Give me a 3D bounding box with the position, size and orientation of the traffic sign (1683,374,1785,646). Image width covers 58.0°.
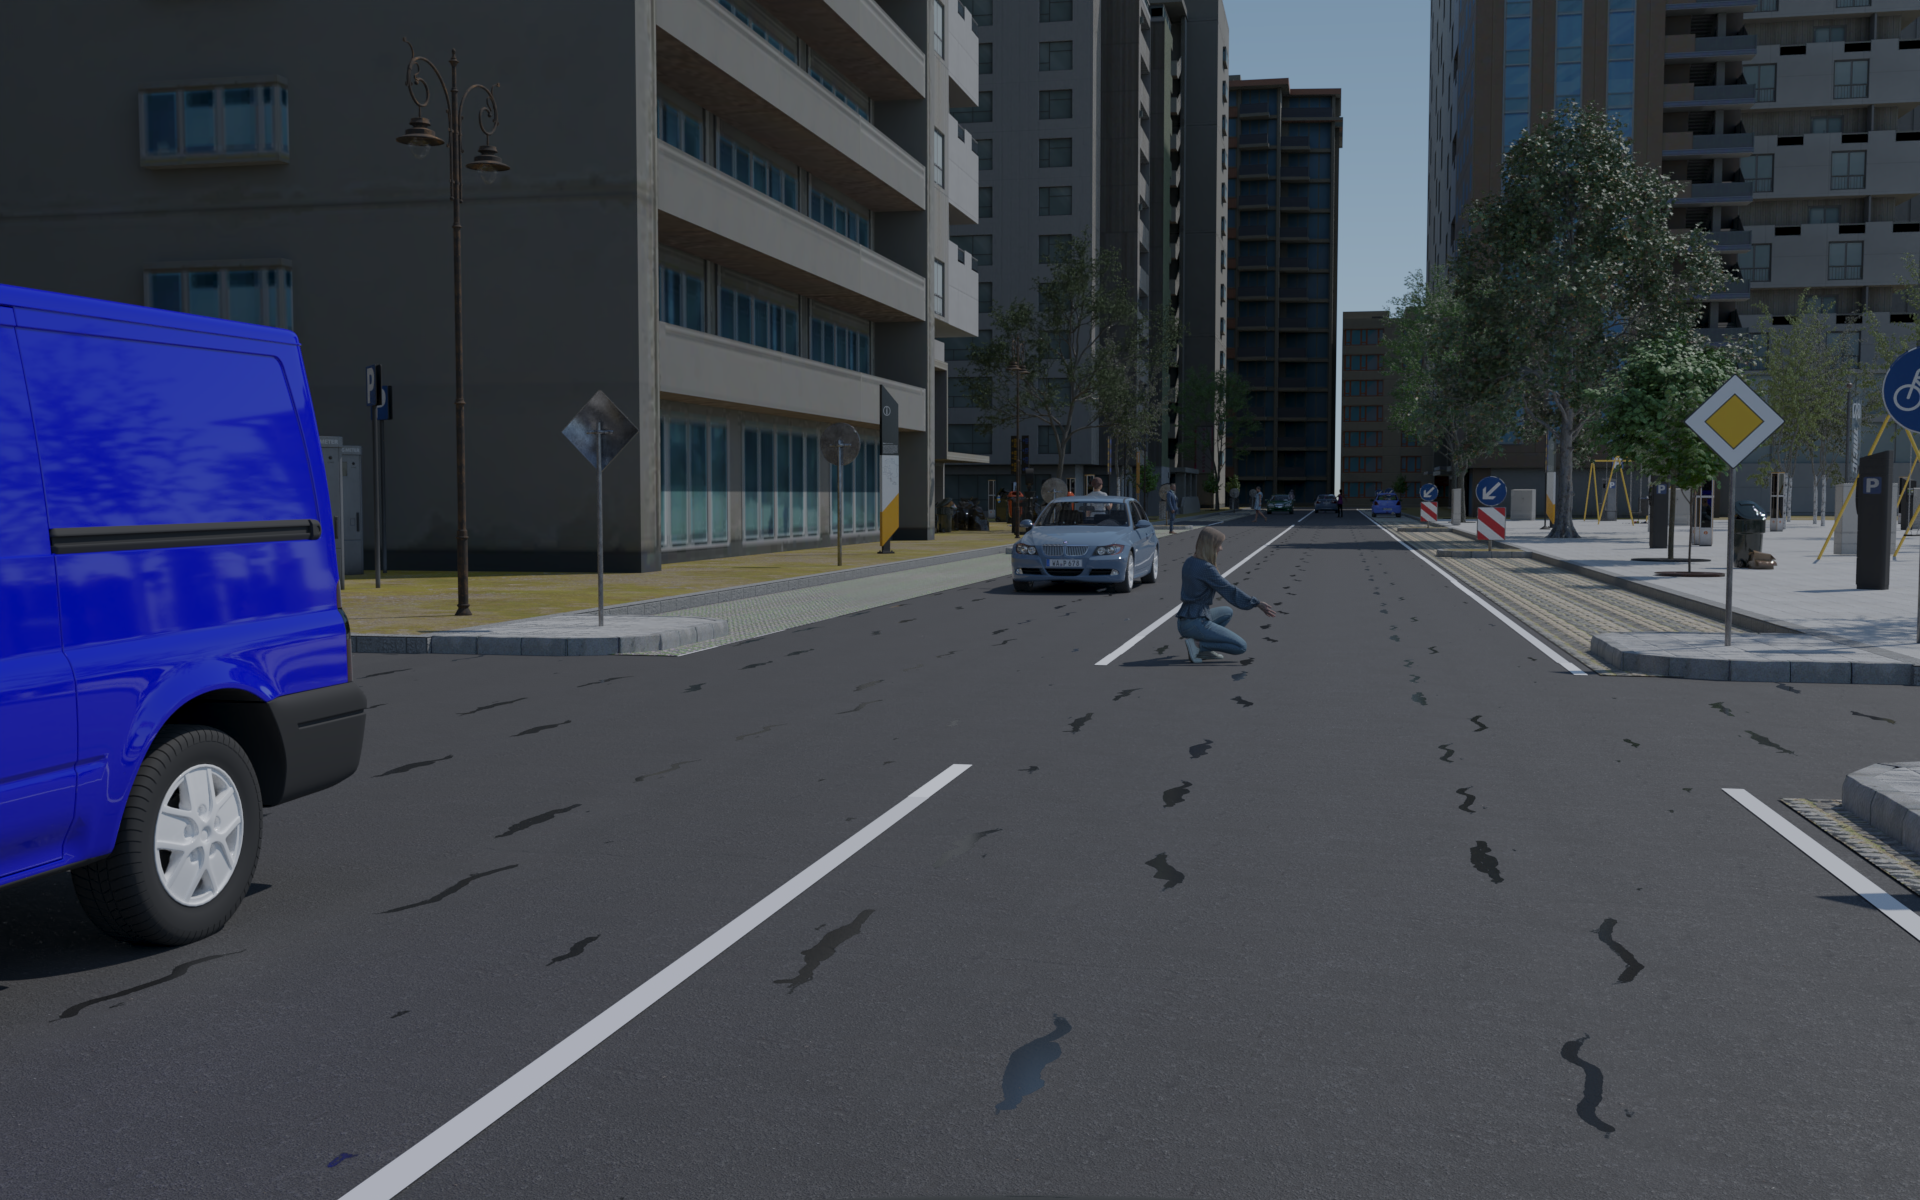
[{"bbox_3d":[6.479,-0.668,14.560,0.795,2.450,0.064,1,4,12],"label":"traffic sign"}]

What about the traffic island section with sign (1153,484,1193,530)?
[{"bbox_3d":[8.388,-3.750,69.934,1.989,1.847,2.006,1,4,12],"label":"traffic island section with sign"}]

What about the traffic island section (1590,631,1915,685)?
[{"bbox_3d":[6.504,0.468,14.632,2.009,0.180,2.903,1,4,12],"label":"traffic island section"}]

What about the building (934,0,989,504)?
[{"bbox_3d":[-14.511,-29.555,72.464,28.713,52.752,27.495,1,4,12],"label":"building"}]

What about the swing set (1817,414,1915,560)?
[{"bbox_3d":[18.876,-2.198,33.560,3.119,2.851,2.862,-2,4,-34],"label":"swing set"}]

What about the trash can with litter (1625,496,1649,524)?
[{"bbox_3d":[29.885,-3.890,74.660,2.233,1.210,1.678,3,4,37],"label":"trash can with litter"}]

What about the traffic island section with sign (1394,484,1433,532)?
[{"bbox_3d":[17.649,-3.495,65.771,1.989,1.847,2.006,1,4,12],"label":"traffic island section with sign"}]

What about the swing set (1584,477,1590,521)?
[{"bbox_3d":[30.516,-5.036,79.959,3.119,2.851,2.862,0,4,7],"label":"swing set"}]

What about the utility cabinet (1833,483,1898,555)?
[{"bbox_3d":[18.937,-1.685,36.235,1.173,1.500,0.318,0,4,-3],"label":"utility cabinet"}]

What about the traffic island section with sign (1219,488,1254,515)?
[{"bbox_3d":[18.516,-6.598,116.499,1.989,1.847,2.006,1,4,12],"label":"traffic island section with sign"}]

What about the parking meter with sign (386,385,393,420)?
[{"bbox_3d":[-9.891,-1.905,27.413,0.543,3.016,1.738,3,5,42],"label":"parking meter with sign"}]

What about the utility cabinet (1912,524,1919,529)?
[{"bbox_3d":[34.687,-3.258,61.952,1.173,1.500,0.318,2,4,26],"label":"utility cabinet"}]

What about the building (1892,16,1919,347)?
[{"bbox_3d":[79.224,-28.198,144.627,14.086,41.232,14.154,1,4,12],"label":"building"}]

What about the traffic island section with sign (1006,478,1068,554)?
[{"bbox_3d":[2.247,-2.020,41.654,1.989,1.847,2.006,1,4,12],"label":"traffic island section with sign"}]

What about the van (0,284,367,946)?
[{"bbox_3d":[-3.647,0.018,4.086,2.240,2.365,5.245,1,4,11],"label":"van"}]

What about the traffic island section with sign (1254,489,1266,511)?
[{"bbox_3d":[24.247,-8.209,142.840,1.989,1.847,2.006,1,4,12],"label":"traffic island section with sign"}]

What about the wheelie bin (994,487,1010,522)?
[{"bbox_3d":[1.960,-4.349,79.013,0.693,1.594,0.980,1,4,12],"label":"wheelie bin"}]

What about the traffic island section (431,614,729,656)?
[{"bbox_3d":[-3.503,0.335,16.805,2.009,0.180,2.903,1,4,12],"label":"traffic island section"}]

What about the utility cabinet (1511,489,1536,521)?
[{"bbox_3d":[26.898,-4.530,82.746,0.318,1.500,1.173,-3,4,-37],"label":"utility cabinet"}]

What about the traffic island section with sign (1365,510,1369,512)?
[{"bbox_3d":[33.934,-8.079,140.726,1.989,1.847,2.006,1,4,12],"label":"traffic island section with sign"}]

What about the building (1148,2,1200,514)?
[{"bbox_3d":[-0.069,-26.130,119.114,32.217,40.220,23.993,1,4,12],"label":"building"}]

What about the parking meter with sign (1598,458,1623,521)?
[{"bbox_3d":[30.896,-5.269,82.406,0.543,3.016,1.738,0,4,-3],"label":"parking meter with sign"}]

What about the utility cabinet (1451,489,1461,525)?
[{"bbox_3d":[20.307,-3.807,70.931,0.318,1.500,1.173,1,4,12],"label":"utility cabinet"}]

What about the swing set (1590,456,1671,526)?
[{"bbox_3d":[28.348,-4.527,71.637,3.119,2.851,2.862,-1,4,-8],"label":"swing set"}]

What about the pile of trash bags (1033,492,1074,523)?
[{"bbox_3d":[3.627,-3.978,74.788,1.912,1.369,3.447,-3,5,-44],"label":"pile of trash bags"}]

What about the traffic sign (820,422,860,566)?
[{"bbox_3d":[-2.149,-1.880,30.848,0.768,2.556,0.104,1,4,17],"label":"traffic sign"}]

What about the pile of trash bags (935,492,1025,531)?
[{"bbox_3d":[0.550,-3.120,60.762,3.447,1.369,1.912,-1,4,-8],"label":"pile of trash bags"}]

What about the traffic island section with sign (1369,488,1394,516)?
[{"bbox_3d":[28.145,-6.449,114.069,1.989,1.847,2.006,1,4,12],"label":"traffic island section with sign"}]

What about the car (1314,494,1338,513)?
[{"bbox_3d":[27.698,-7.266,130.800,2.014,1.417,4.499,1,4,13],"label":"car"}]

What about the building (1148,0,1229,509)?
[{"bbox_3d":[12.827,-32.569,156.199,21.600,48.544,21.300,1,4,12],"label":"building"}]

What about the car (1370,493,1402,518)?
[{"bbox_3d":[26.182,-5.919,106.363,1.945,1.707,3.694,1,4,12],"label":"car"}]

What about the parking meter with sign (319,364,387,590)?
[{"bbox_3d":[-8.641,-1.641,23.097,1.738,3.016,0.543,-2,4,-31],"label":"parking meter with sign"}]

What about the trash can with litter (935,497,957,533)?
[{"bbox_3d":[-0.685,-2.788,56.971,1.055,1.170,0.624,-2,4,-34],"label":"trash can with litter"}]

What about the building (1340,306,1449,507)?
[{"bbox_3d":[54.768,-20.578,181.495,28.899,21.520,27.650,1,4,12],"label":"building"}]

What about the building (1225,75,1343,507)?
[{"bbox_3d":[25.830,-32.418,184.660,28.867,44.769,22.147,1,4,12],"label":"building"}]

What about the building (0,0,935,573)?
[{"bbox_3d":[-13.346,-25.406,39.097,21.300,48.544,21.600,1,4,12],"label":"building"}]

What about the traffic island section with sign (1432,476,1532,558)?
[{"bbox_3d":[11.911,-1.884,39.431,1.989,1.847,2.006,1,4,12],"label":"traffic island section with sign"}]

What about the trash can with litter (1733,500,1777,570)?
[{"bbox_3d":[13.736,-1.128,29.825,0.624,1.170,1.055,0,4,-4],"label":"trash can with litter"}]

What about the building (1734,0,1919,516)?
[{"bbox_3d":[46.761,-32.249,116.512,28.713,52.752,27.495,1,4,12],"label":"building"}]

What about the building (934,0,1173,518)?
[{"bbox_3d":[4.375,-20.018,98.991,14.160,30.474,14.107,1,4,12],"label":"building"}]

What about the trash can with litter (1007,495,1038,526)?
[{"bbox_3d":[2.663,-3.544,69.003,1.678,1.210,2.233,-2,4,-26],"label":"trash can with litter"}]

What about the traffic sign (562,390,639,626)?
[{"bbox_3d":[-3.479,-0.801,16.738,0.795,2.450,0.064,1,4,12],"label":"traffic sign"}]

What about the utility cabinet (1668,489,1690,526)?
[{"bbox_3d":[28.477,-3.693,69.057,1.173,1.500,0.318,1,4,18],"label":"utility cabinet"}]

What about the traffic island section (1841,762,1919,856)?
[{"bbox_3d":[4.807,0.945,6.829,2.009,0.180,2.903,1,4,12],"label":"traffic island section"}]

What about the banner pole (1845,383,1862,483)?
[{"bbox_3d":[20.233,-3.014,39.296,0.863,3.779,0.401,-3,4,-38],"label":"banner pole"}]

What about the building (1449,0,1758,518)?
[{"bbox_3d":[35.686,-27.384,97.845,14.600,45.320,14.200,1,4,12],"label":"building"}]

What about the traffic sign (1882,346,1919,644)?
[{"bbox_3d":[8.264,-0.899,14.804,0.768,2.556,0.104,1,4,15],"label":"traffic sign"}]

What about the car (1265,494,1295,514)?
[{"bbox_3d":[23.003,-6.883,124.335,2.131,1.459,4.920,1,4,12],"label":"car"}]

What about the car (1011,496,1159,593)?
[{"bbox_3d":[2.017,-0.906,26.814,2.014,1.417,4.499,1,4,14],"label":"car"}]
